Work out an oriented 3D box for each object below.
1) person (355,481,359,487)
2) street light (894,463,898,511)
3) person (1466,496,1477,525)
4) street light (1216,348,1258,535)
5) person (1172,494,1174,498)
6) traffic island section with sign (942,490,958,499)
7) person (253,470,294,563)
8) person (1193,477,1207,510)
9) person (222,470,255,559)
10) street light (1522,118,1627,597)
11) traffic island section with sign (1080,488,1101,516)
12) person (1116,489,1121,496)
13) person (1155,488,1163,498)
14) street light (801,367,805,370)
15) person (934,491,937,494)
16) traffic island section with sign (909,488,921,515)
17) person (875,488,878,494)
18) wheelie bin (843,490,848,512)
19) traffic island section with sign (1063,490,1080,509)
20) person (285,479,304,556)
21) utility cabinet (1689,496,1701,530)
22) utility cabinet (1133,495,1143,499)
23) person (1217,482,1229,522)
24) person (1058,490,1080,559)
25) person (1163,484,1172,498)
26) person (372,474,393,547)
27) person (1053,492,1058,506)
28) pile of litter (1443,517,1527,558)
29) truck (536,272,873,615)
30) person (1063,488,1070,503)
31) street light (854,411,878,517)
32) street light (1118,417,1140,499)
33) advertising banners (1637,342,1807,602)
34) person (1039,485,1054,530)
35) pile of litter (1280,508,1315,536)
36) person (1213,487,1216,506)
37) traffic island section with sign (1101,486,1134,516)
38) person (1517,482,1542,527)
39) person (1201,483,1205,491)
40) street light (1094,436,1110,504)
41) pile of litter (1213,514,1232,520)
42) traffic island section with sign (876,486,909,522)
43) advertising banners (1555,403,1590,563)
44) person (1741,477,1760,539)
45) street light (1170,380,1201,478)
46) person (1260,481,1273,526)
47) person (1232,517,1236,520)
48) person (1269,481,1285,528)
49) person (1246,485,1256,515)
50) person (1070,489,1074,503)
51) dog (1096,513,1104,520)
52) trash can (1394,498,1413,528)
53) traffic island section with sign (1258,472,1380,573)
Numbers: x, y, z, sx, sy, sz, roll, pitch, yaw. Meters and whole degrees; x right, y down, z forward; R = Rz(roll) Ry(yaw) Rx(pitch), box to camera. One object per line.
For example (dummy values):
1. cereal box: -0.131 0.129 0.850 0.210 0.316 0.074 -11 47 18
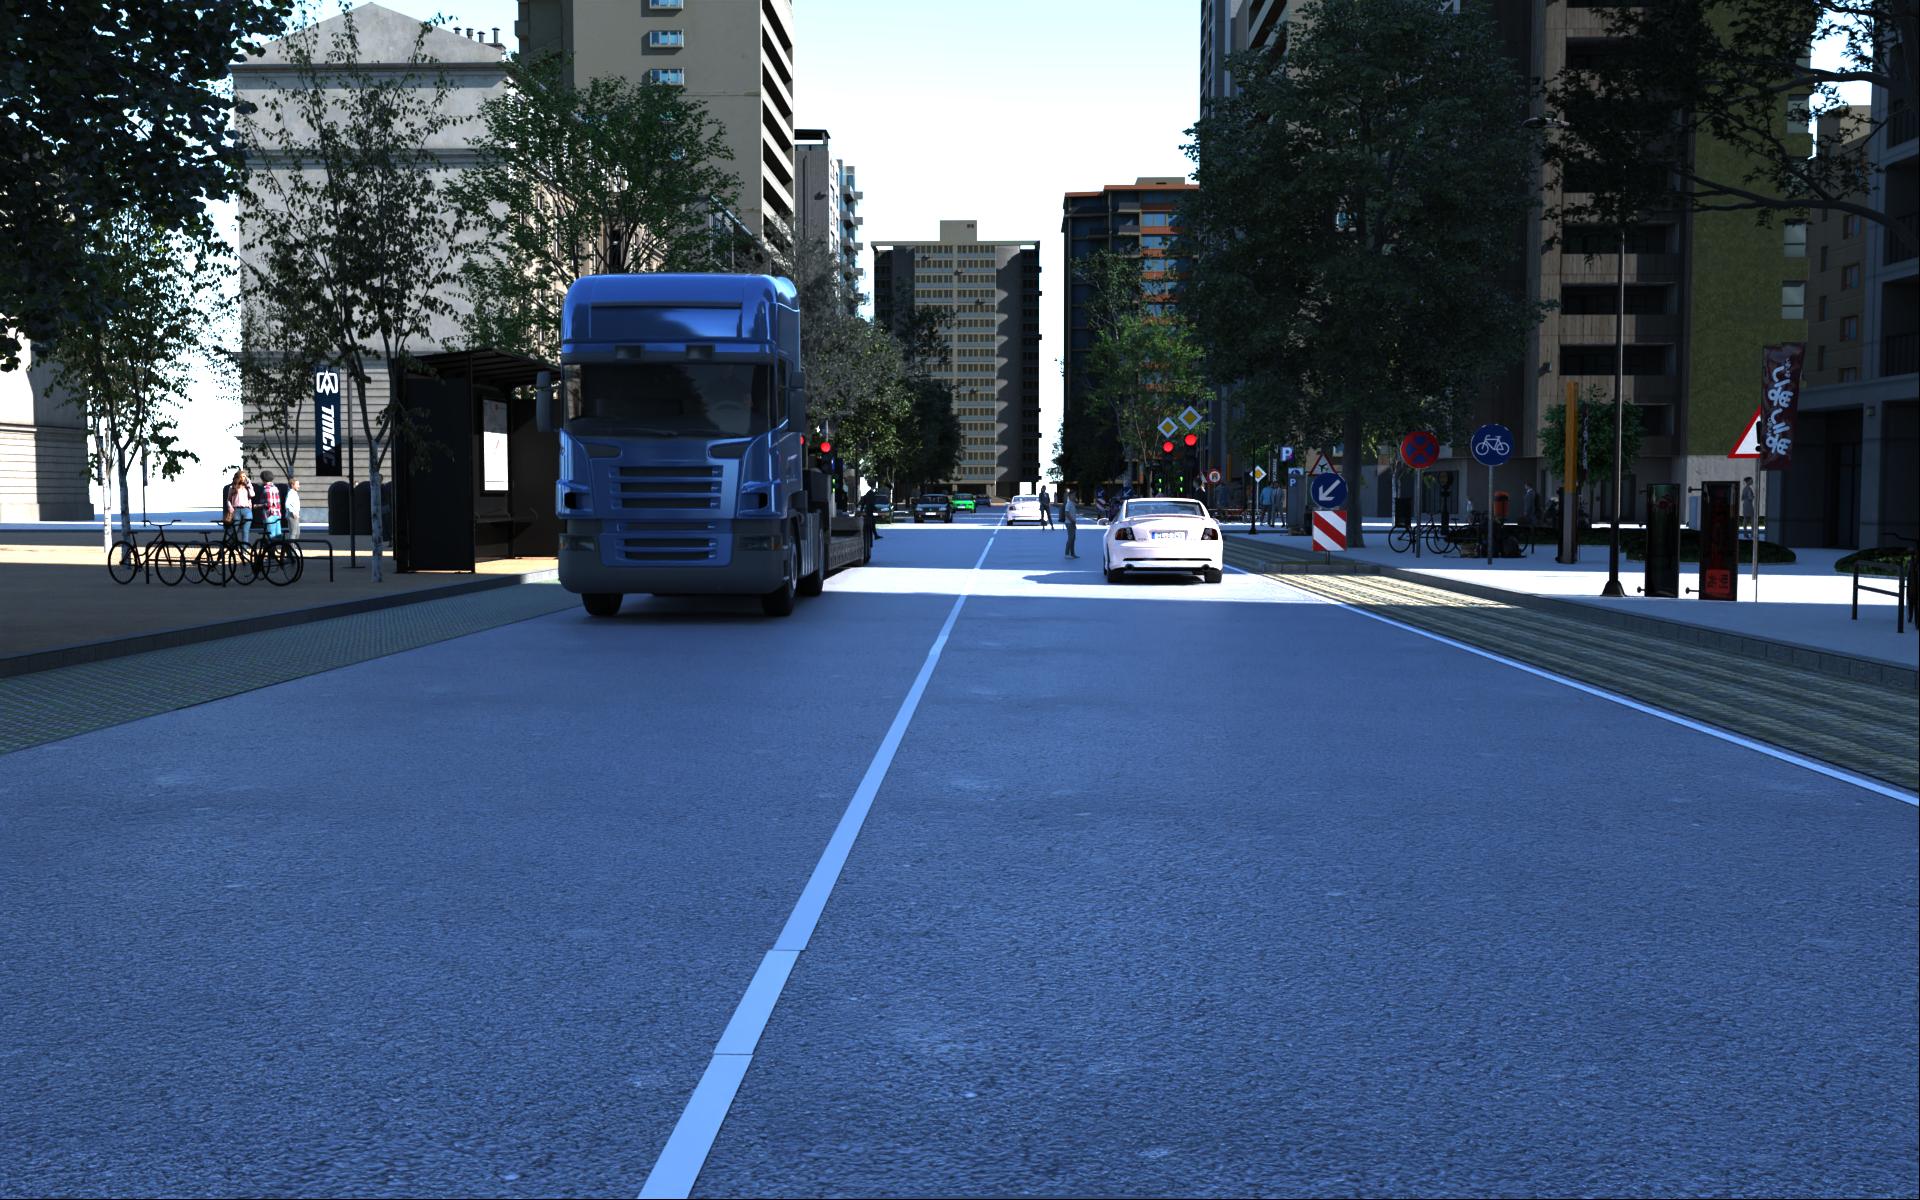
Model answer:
1. person: -24.630 -3.959 70.742 0.622 1.834 0.822 0 4 1
2. street light: -4.239 -9.615 129.745 1.470 5.913 1.316 0 4 2
3. person: 18.458 -3.151 62.573 0.382 1.210 0.505 2 4 28
4. street light: 8.769 -5.033 54.828 1.470 5.913 1.316 0 4 2
5. person: 24.373 -11.549 198.096 0.421 1.427 0.697 0 4 1
6. traffic island section with sign: -1.347 -9.571 165.113 1.989 1.847 2.006 0 4 2
7. person: -12.785 -1.552 32.249 0.643 1.720 0.563 0 4 -3
8. person: 5.972 -2.162 43.631 0.755 1.850 0.659 2 4 33
9. person: -14.277 -1.690 34.262 0.593 1.750 0.643 -2 4 -26
10. street light: 7.646 -2.997 21.547 1.470 5.913 1.316 0 4 2
11. traffic island section with sign: 9.196 -6.500 114.901 1.989 1.847 2.006 0 4 2
12. person: 14.289 -9.156 156.408 0.621 1.740 0.551 -3 5 -42
13. person: 7.713 -3.604 67.428 0.388 1.821 0.555 -1 4 -17
14. street light: -6.349 -5.544 63.179 1.470 5.913 1.316 0 4 2
15. person: -2.029 -8.684 151.206 0.721 1.735 1.217 -3 5 -41
16. traffic island section with sign: -2.904 -6.575 116.130 1.989 1.847 2.006 0 4 2
17. person: -6.715 -8.072 138.370 0.721 1.781 0.623 1 4 21
18. wheelie bin: -8.340 -7.072 123.537 0.693 1.594 0.980 -1 4 -17
19. traffic island section with sign: 10.760 -9.545 164.686 1.989 1.847 2.006 0 4 2
20. person: -13.859 -1.723 36.030 0.330 1.601 0.589 0 4 -3
21. utility cabinet: 26.304 -3.092 61.714 0.306 1.237 1.020 3 5 44
22. utility cabinet: 13.147 -7.084 126.986 1.020 1.237 0.306 3 5 44
23. person: 12.140 -4.511 79.823 0.581 1.822 0.654 -2 4 -25
24. person: 2.469 -1.677 38.511 0.523 1.515 0.503 -1 4 -15
25. person: 10.053 -4.771 84.229 0.537 1.800 0.526 1 4 19
26. person: -13.968 -2.160 41.783 0.576 1.772 0.534 1 4 19
27. person: 11.396 -12.127 207.442 0.621 1.740 0.551 1 4 10
28. pile of litter: 10.608 -1.288 35.023 1.719 0.858 1.176 1 4 12
29. truck: -3.128 -2.300 27.357 2.967 4.110 18.799 0 4 0
30. person: 6.109 -5.548 99.385 0.709 1.800 0.728 3 5 43
31. street light: -5.228 -7.579 96.460 1.470 5.913 1.316 0 4 2
32. street light: 10.218 -8.052 104.183 1.470 5.913 1.316 0 4 2
33. advertising banners: 9.131 -1.508 20.842 0.090 3.025 2.074 -2 4 -35
34. person: 3.414 -3.644 68.349 0.520 1.790 0.573 -3 4 -39
35. pile of litter: 10.621 -2.414 53.441 1.719 0.858 1.176 -1 4 -16
36. person: 19.119 -7.574 130.057 0.592 1.802 0.473 0 4 -2
37. traffic island section with sign: 8.344 -4.852 87.960 1.989 1.847 2.006 0 4 2
38. person: 18.631 -2.941 56.553 0.822 1.834 0.622 1 4 15
39. person: 10.439 -4.253 75.861 0.573 1.790 0.520 1 4 10
40. street light: 11.338 -10.116 137.933 1.470 5.913 1.316 0 4 2
41. pile of litter: 13.060 -4.395 85.819 1.719 0.858 1.176 -2 4 -30
42. traffic island section with sign: -3.795 -4.852 87.958 1.989 1.847 2.006 0 4 2
43. advertising banners: 11.636 -2.240 32.819 0.090 3.025 2.074 2 4 34
44. person: 22.721 -2.655 49.787 0.374 1.781 0.599 0 4 0
45. street light: 9.267 -6.009 70.790 1.470 5.913 1.316 0 4 2
46. person: 12.282 -3.874 69.401 0.660 1.820 0.620 3 4 37
47. person: 13.363 -4.535 84.477 0.425 1.301 0.394 1 4 19
48. person: 12.176 -3.667 66.269 0.678 1.792 0.850 3 5 44
49. person: 16.617 -5.684 98.947 0.580 1.828 0.573 1 4 22
50. person: 7.692 -6.753 119.468 0.519 1.759 0.362 2 4 28
51. dog: 7.652 -4.585 95.160 0.550 0.427 0.748 1 4 10
52. trash can: 16.829 -3.311 65.782 0.748 1.137 0.748 0 3 0
53. traffic island section with sign: 6.573 -1.430 32.005 1.989 1.847 2.006 0 4 2
